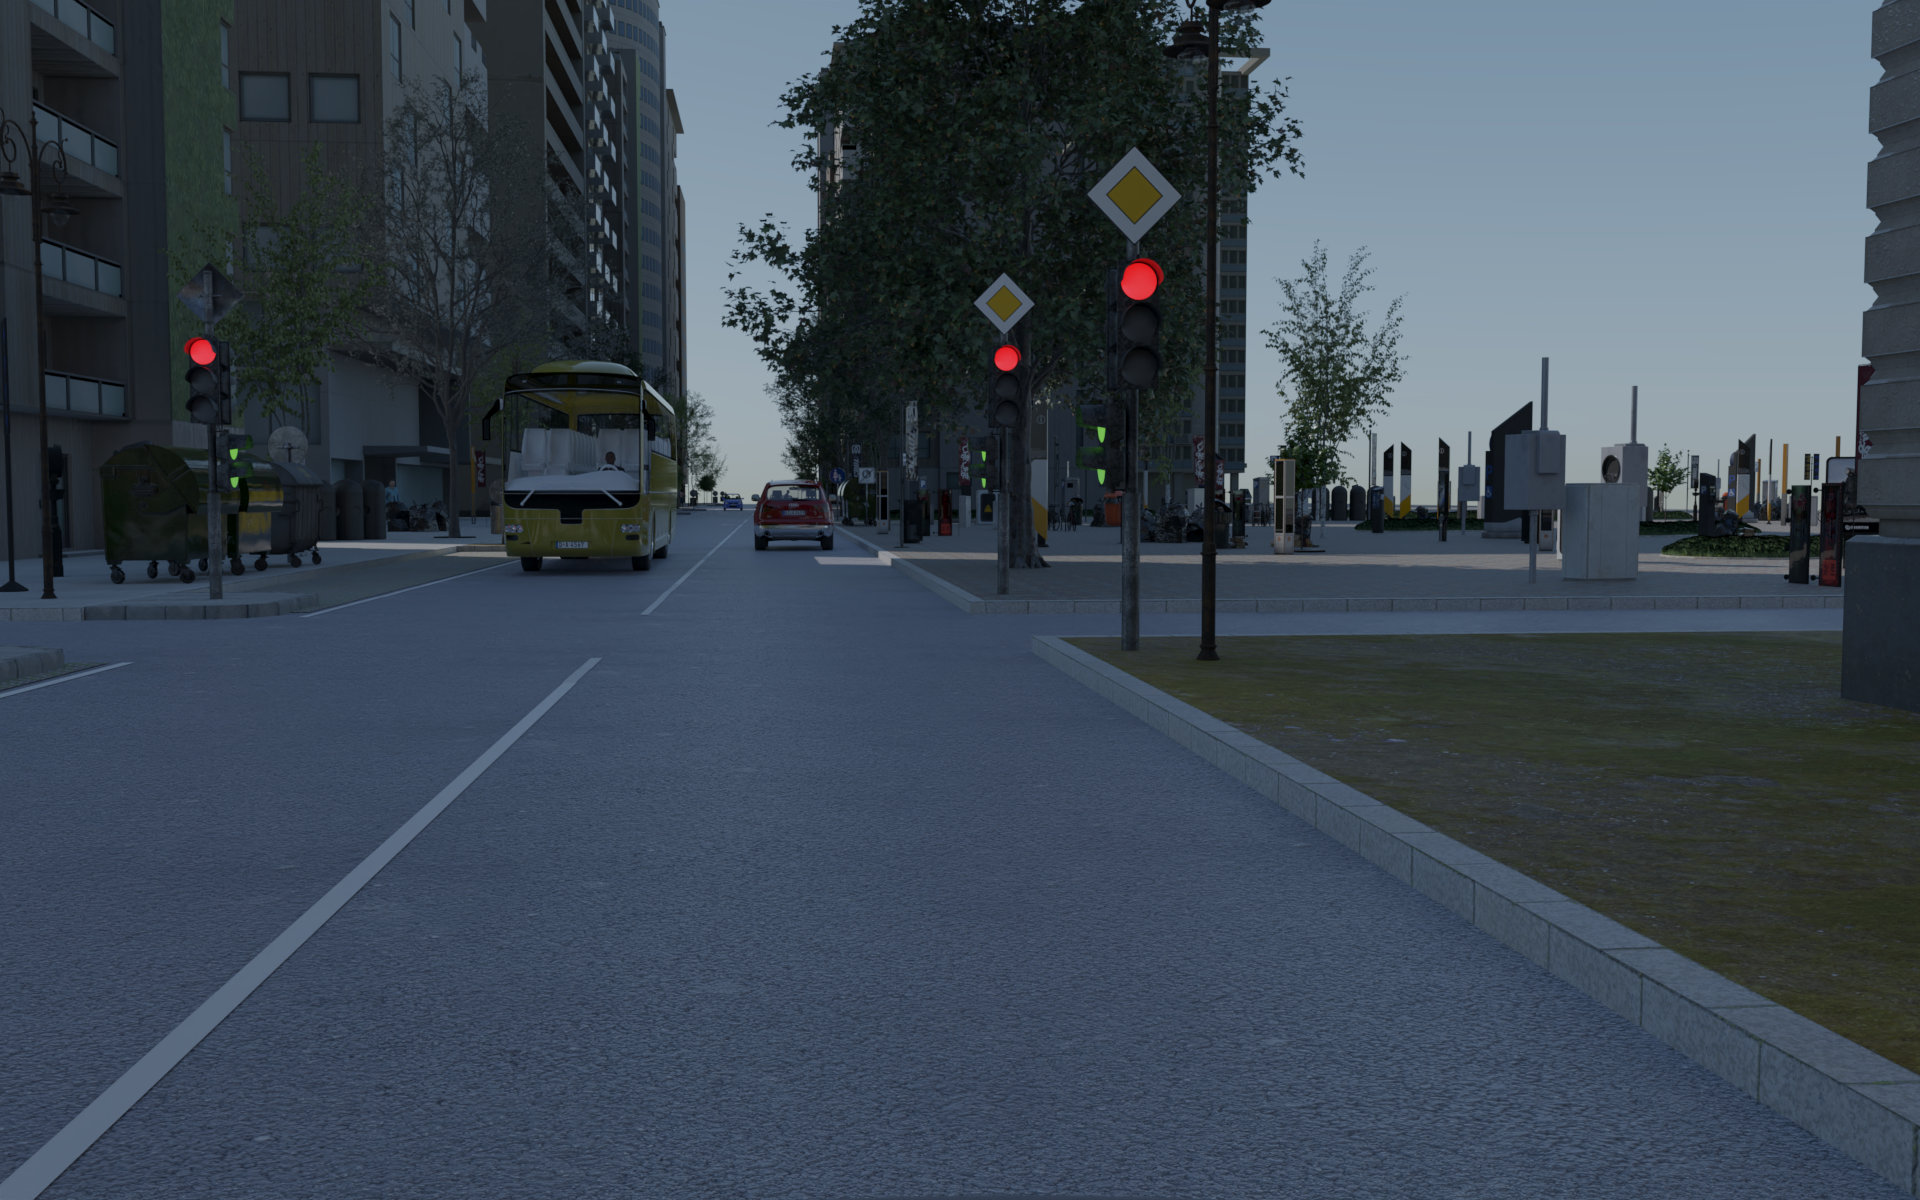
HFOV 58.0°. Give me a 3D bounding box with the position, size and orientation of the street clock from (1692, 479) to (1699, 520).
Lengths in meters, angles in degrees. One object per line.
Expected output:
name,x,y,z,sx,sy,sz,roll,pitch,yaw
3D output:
street clock,34.434,-4.679,81.078,0.358,2.002,0.471,1,4,19

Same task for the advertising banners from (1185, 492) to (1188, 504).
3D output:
advertising banners,12.403,-5.589,87.571,2.074,3.025,0.090,-1,4,-8

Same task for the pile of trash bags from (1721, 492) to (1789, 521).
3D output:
pile of trash bags,38.373,-4.492,83.194,3.447,1.369,1.912,0,4,6

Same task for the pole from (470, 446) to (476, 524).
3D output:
pole,-20.822,-4.906,74.048,0.158,3.312,0.155,0,3,0

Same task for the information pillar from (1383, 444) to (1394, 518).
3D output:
information pillar,19.914,-5.451,80.474,0.504,3.616,0.183,2,4,26

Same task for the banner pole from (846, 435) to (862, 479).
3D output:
banner pole,-4.525,-5.080,73.080,0.863,3.779,0.401,-1,4,-21

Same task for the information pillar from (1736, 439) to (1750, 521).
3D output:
information pillar,33.107,-5.008,73.235,0.504,3.616,0.183,0,4,8

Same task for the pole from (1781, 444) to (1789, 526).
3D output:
pole,33.356,-4.660,70.041,0.158,3.312,0.155,0,3,0

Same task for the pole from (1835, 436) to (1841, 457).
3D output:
pole,30.810,-4.098,60.847,0.158,3.312,0.155,0,3,0

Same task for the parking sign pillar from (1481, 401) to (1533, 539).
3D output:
parking sign pillar,15.902,-3.777,50.230,1.447,3.967,1.447,-1,4,-17

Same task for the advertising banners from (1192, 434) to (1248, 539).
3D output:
advertising banners,7.537,-3.311,50.321,0.090,3.025,2.074,-3,5,-42

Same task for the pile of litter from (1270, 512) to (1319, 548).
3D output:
pile of litter,8.117,-1.720,42.092,1.176,0.858,1.719,0,4,6

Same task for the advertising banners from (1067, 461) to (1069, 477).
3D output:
advertising banners,5.604,-5.838,91.645,0.090,3.025,2.074,1,4,12

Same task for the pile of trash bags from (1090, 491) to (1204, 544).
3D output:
pile of trash bags,5.114,-2.206,45.815,3.447,1.369,1.912,-3,4,-39

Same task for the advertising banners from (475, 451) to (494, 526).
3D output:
advertising banners,-18.614,-4.488,69.561,2.074,3.025,0.090,1,4,22

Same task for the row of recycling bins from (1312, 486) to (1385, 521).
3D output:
row of recycling bins,18.783,-4.682,83.656,3.534,1.692,1.069,0,4,-3

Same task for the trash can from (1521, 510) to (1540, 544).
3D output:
trash can,14.850,-2.029,44.830,0.748,1.137,0.748,0,3,0

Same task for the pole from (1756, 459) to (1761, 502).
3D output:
pole,46.001,-6.479,99.771,0.158,3.312,0.155,0,3,0

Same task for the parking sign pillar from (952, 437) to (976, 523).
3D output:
parking sign pillar,0.273,-5.430,77.256,1.447,3.967,1.447,0,4,-2

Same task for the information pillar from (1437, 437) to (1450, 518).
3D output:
information pillar,19.844,-4.876,71.083,0.504,3.616,0.183,3,5,41

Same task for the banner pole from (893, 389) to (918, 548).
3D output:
banner pole,-1.240,-3.118,40.999,0.401,3.779,0.863,-3,5,-39

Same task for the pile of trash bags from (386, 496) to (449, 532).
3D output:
pile of trash bags,-19.191,-3.057,59.731,3.447,1.369,1.912,2,4,26

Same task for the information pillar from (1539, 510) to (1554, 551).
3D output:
information pillar,13.216,-2.110,38.994,0.304,2.012,0.304,1,4,22

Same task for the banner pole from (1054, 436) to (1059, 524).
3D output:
banner pole,4.179,-5.201,75.057,0.401,3.779,0.863,-1,4,-10

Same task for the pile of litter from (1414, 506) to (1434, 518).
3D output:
pile of litter,17.381,-3.131,65.155,1.719,0.858,1.176,2,4,35

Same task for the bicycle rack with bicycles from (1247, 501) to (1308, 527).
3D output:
bicycle rack with bicycles,12.567,-3.392,68.836,2.852,0.926,2.925,2,4,26

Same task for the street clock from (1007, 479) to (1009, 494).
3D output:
street clock,2.293,-4.876,84.284,0.471,2.002,0.358,-3,5,-42

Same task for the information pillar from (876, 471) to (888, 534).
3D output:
information pillar,-2.475,-3.108,55.315,0.304,2.012,0.304,-1,4,-21

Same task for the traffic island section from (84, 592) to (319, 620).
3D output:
traffic island section,-9.110,0.068,21.175,2.009,0.180,2.903,0,4,-6

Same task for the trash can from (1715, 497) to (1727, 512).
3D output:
trash can,33.088,-3.915,75.657,0.748,1.137,0.748,0,3,0

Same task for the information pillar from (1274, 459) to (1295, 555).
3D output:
information pillar,6.864,-1.966,36.633,0.304,2.012,0.304,-2,4,-34

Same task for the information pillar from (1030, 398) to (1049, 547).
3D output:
information pillar,1.885,-3.079,41.698,0.504,3.616,0.183,1,4,14

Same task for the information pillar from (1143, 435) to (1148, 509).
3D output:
information pillar,6.549,-4.264,61.077,0.183,3.616,0.504,0,4,-1

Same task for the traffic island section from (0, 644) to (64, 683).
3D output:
traffic island section,-8.262,0.553,13.234,2.009,0.180,2.903,0,4,-6

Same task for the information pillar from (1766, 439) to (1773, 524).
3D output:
information pillar,34.400,-5.028,73.566,0.183,3.616,0.504,1,4,21

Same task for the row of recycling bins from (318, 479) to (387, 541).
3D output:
row of recycling bins,-17.297,-2.486,47.754,1.069,1.692,3.534,2,4,30

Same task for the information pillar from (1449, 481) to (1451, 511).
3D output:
information pillar,27.098,-5.616,96.309,0.304,2.012,0.304,-1,4,-19

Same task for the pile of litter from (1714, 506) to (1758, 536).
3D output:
pile of litter,22.516,-2.204,50.008,1.719,0.858,1.176,-1,4,-22

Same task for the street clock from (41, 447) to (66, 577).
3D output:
street clock,-13.997,-1.358,26.766,0.358,2.002,0.471,-2,4,-34

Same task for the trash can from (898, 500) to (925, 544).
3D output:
trash can,-1.269,-2.047,45.117,0.748,1.137,0.748,0,3,0

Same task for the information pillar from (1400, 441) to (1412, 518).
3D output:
information pillar,19.678,-5.208,76.513,0.504,3.616,0.183,0,4,6

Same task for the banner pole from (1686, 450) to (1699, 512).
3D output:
banner pole,41.396,-6.604,97.985,0.863,3.779,0.401,0,4,-1

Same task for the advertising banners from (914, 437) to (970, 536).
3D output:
advertising banners,-0.485,-3.470,52.920,2.074,3.025,0.090,-2,4,-30

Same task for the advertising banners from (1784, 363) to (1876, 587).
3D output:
advertising banners,12.092,-1.702,24.018,0.090,3.025,2.074,0,4,-5

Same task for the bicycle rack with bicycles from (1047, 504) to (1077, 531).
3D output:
bicycle rack with bicycles,2.861,-2.885,60.559,2.852,0.926,2.925,0,4,0

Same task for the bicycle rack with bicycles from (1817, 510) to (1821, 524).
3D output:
bicycle rack with bicycles,37.923,-3.705,73.953,2.852,0.926,2.925,-2,4,-28

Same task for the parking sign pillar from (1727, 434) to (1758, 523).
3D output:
parking sign pillar,34.784,-5.421,77.100,1.447,3.967,1.447,-2,4,-29

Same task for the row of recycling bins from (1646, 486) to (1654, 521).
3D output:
row of recycling bins,29.783,-4.374,78.632,3.534,1.692,1.069,-1,4,-14

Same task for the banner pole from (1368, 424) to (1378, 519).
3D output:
banner pole,14.858,-4.429,62.434,0.401,3.779,0.863,3,4,36

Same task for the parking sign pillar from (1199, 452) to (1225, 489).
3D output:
parking sign pillar,13.021,-6.187,89.631,1.447,3.967,1.447,3,4,35
